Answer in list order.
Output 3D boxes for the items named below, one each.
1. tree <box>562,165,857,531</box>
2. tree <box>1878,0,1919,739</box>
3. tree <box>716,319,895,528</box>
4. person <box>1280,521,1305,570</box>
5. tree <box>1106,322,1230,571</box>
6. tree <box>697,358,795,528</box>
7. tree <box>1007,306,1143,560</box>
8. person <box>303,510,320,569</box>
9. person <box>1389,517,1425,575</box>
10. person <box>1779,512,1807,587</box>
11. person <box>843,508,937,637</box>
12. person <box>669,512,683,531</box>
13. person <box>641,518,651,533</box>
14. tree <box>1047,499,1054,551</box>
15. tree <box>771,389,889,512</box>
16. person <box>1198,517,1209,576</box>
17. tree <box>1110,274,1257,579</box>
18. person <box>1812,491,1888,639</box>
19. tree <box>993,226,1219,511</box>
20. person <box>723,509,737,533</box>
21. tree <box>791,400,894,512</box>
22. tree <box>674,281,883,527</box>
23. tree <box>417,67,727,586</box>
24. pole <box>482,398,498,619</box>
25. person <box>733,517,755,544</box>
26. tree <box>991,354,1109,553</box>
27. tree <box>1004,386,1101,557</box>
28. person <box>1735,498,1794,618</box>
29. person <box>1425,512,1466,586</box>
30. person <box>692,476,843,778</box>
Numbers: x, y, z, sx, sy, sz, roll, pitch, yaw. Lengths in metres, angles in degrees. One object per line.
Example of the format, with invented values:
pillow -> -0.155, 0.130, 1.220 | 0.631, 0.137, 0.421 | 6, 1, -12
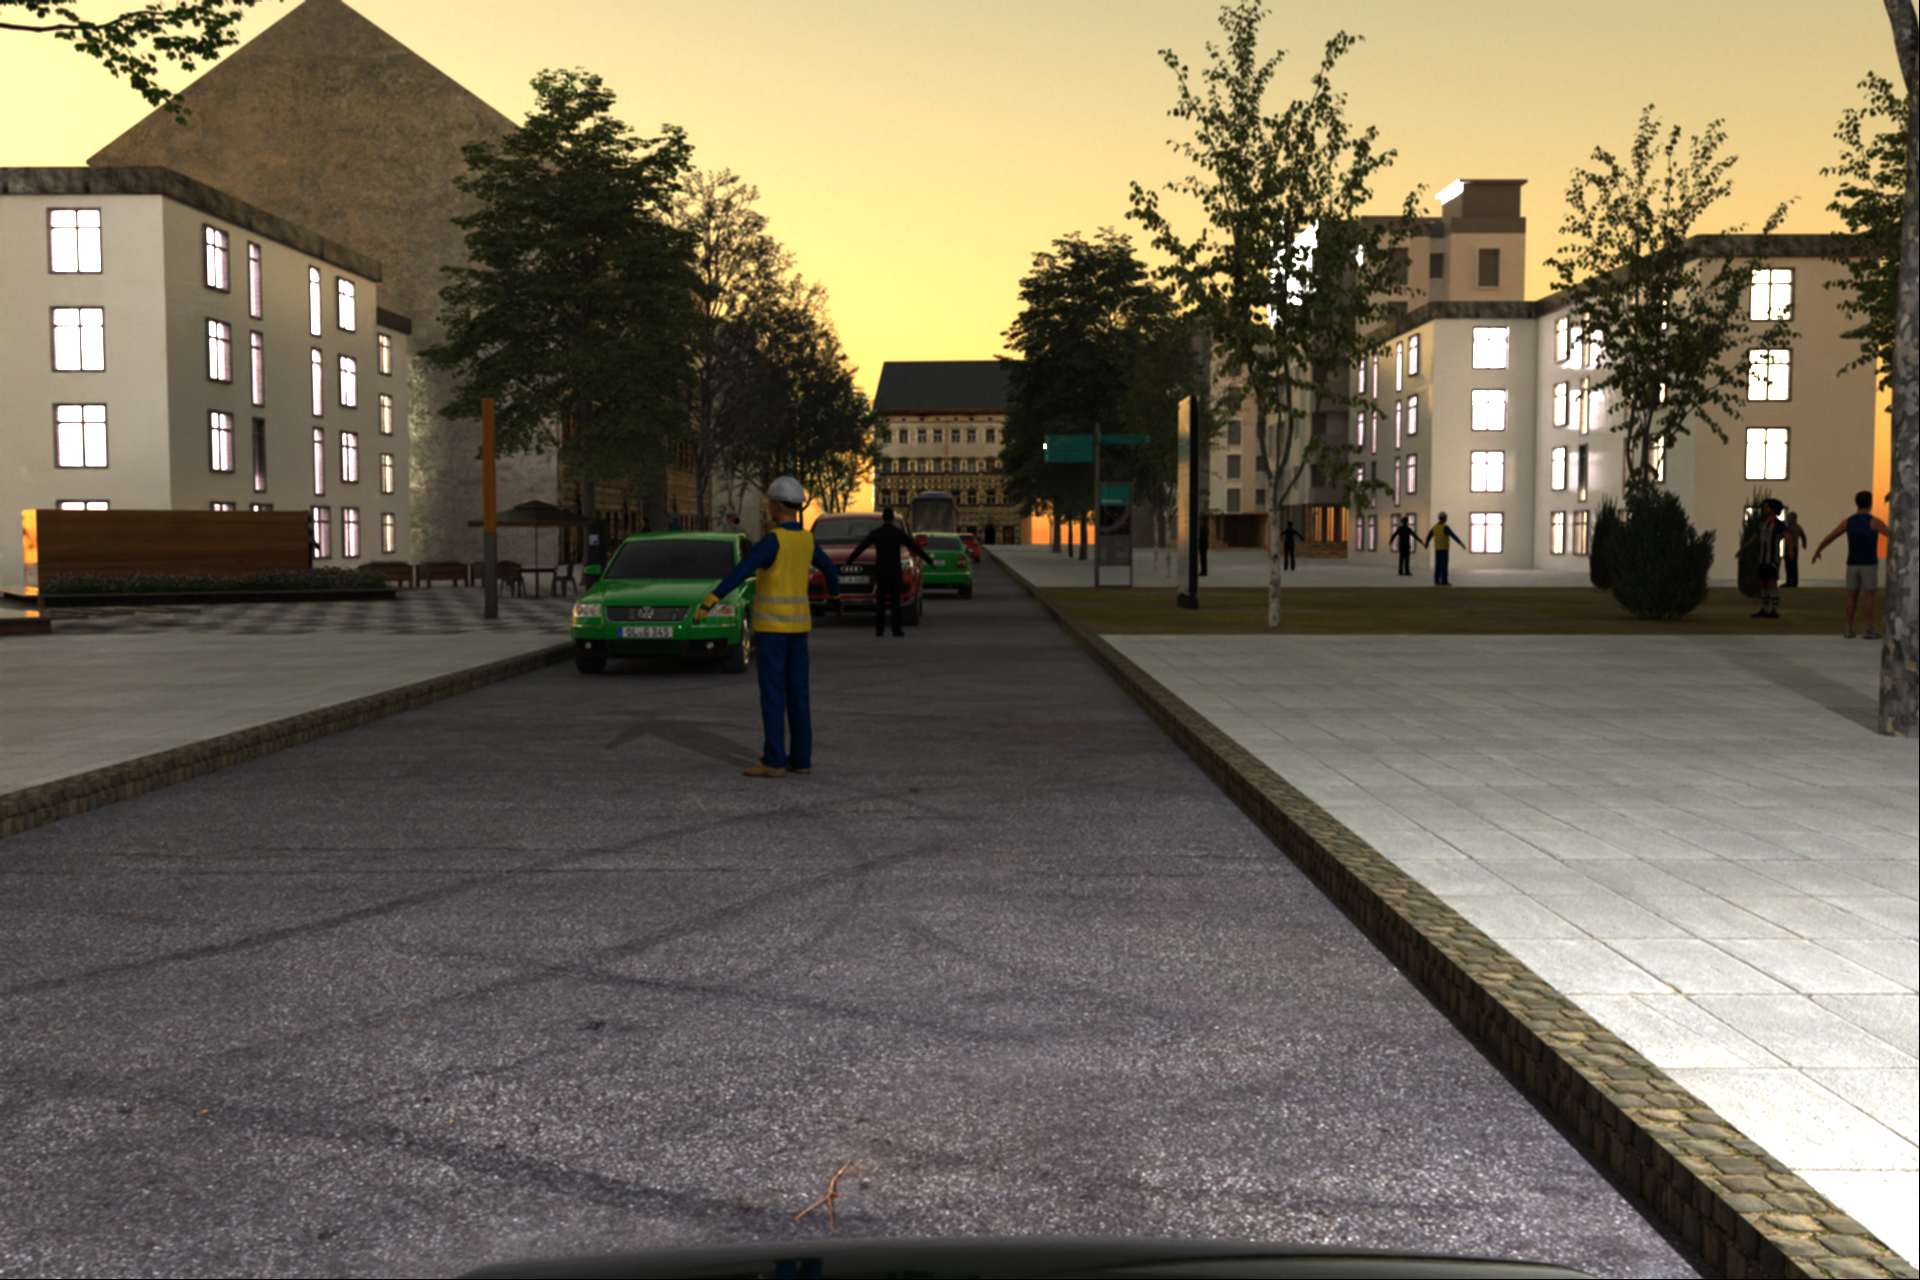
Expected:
tree -> -8.634, -9.012, 57.714 | 12.009, 13.543, 11.850 | 0, 3, 0
tree -> 7.539, -9.433, 10.114 | 12.611, 20.169, 13.585 | 0, 3, 0
tree -> -8.817, -11.409, 96.910 | 12.009, 13.543, 11.850 | 0, 3, 0
person -> 11.609, -3.330, 61.164 | 1.216, 1.740, 0.721 | 0, 4, -8
tree -> 7.015, -6.717, 60.191 | 4.737, 8.622, 4.395 | 0, 3, 0
tree -> -9.346, -7.401, 71.363 | 4.360, 8.622, 3.978 | 0, 3, 0
tree -> 6.098, -10.267, 85.984 | 7.486, 12.596, 7.792 | 0, 3, 0
person -> -15.678, -2.190, 41.591 | 0.705, 1.856, 1.354 | -3, 4, -37
person -> 13.841, -2.913, 53.819 | 0.705, 1.806, 1.347 | -3, 4, -37
person -> 20.074, -2.186, 41.870 | 1.348, 1.813, 0.705 | -2, 4, -29
person -> -0.997, -0.955, 24.298 | 1.346, 1.802, 0.704 | 1, 4, 9
person -> -7.054, -2.232, 42.623 | 0.704, 1.817, 1.347 | 1, 4, 15
person -> -10.131, -3.026, 55.608 | 0.704, 1.812, 1.346 | 1, 4, 12
tree -> 6.546, -10.922, 128.933 | 4.360, 8.622, 3.978 | 0, 3, 0
tree -> -8.408, -11.313, 110.727 | 9.928, 11.665, 9.643 | 0, 3, 0
person -> 7.441, -2.871, 53.166 | 0.704, 1.802, 1.346 | 1, 4, 18
tree -> 5.863, -6.054, 49.338 | 4.360, 8.622, 3.978 | 0, 3, 0
person -> 11.126, -0.927, 21.330 | 0.704, 1.807, 1.345 | -3, 4, -37
tree -> 6.217, -10.114, 72.025 | 9.857, 13.997, 8.962 | 0, 3, 0
person -> -5.169, -2.037, 39.161 | 0.705, 1.847, 1.347 | -1, 4, -14
tree -> -8.765, -12.376, 128.096 | 9.928, 11.665, 9.643 | 0, 3, 0
tree -> -8.876, -10.611, 83.856 | 12.009, 13.543, 11.850 | 0, 3, 0
tree -> -9.512, -7.654, 43.277 | 7.486, 12.596, 7.792 | 0, 3, 0
pole -> -7.068, -1.969, 26.033 | 0.158, 3.312, 0.155 | 0, 3, 0
person -> -6.859, -2.863, 52.998 | 1.347, 1.806, 0.705 | -2, 4, -29
tree -> 6.558, -12.949, 118.369 | 9.857, 13.997, 8.962 | 0, 3, 0
tree -> 5.858, -9.872, 95.821 | 7.601, 10.594, 8.767 | -2, 4, -28
person -> 12.362, -1.245, 26.495 | 0.704, 1.843, 1.345 | -1, 4, -10
person -> 11.970, -2.261, 42.933 | 0.705, 1.833, 1.349 | -2, 4, -29
person -> -1.108, -0.086, 10.333 | 0.721, 1.772, 1.216 | 3, 4, 38
